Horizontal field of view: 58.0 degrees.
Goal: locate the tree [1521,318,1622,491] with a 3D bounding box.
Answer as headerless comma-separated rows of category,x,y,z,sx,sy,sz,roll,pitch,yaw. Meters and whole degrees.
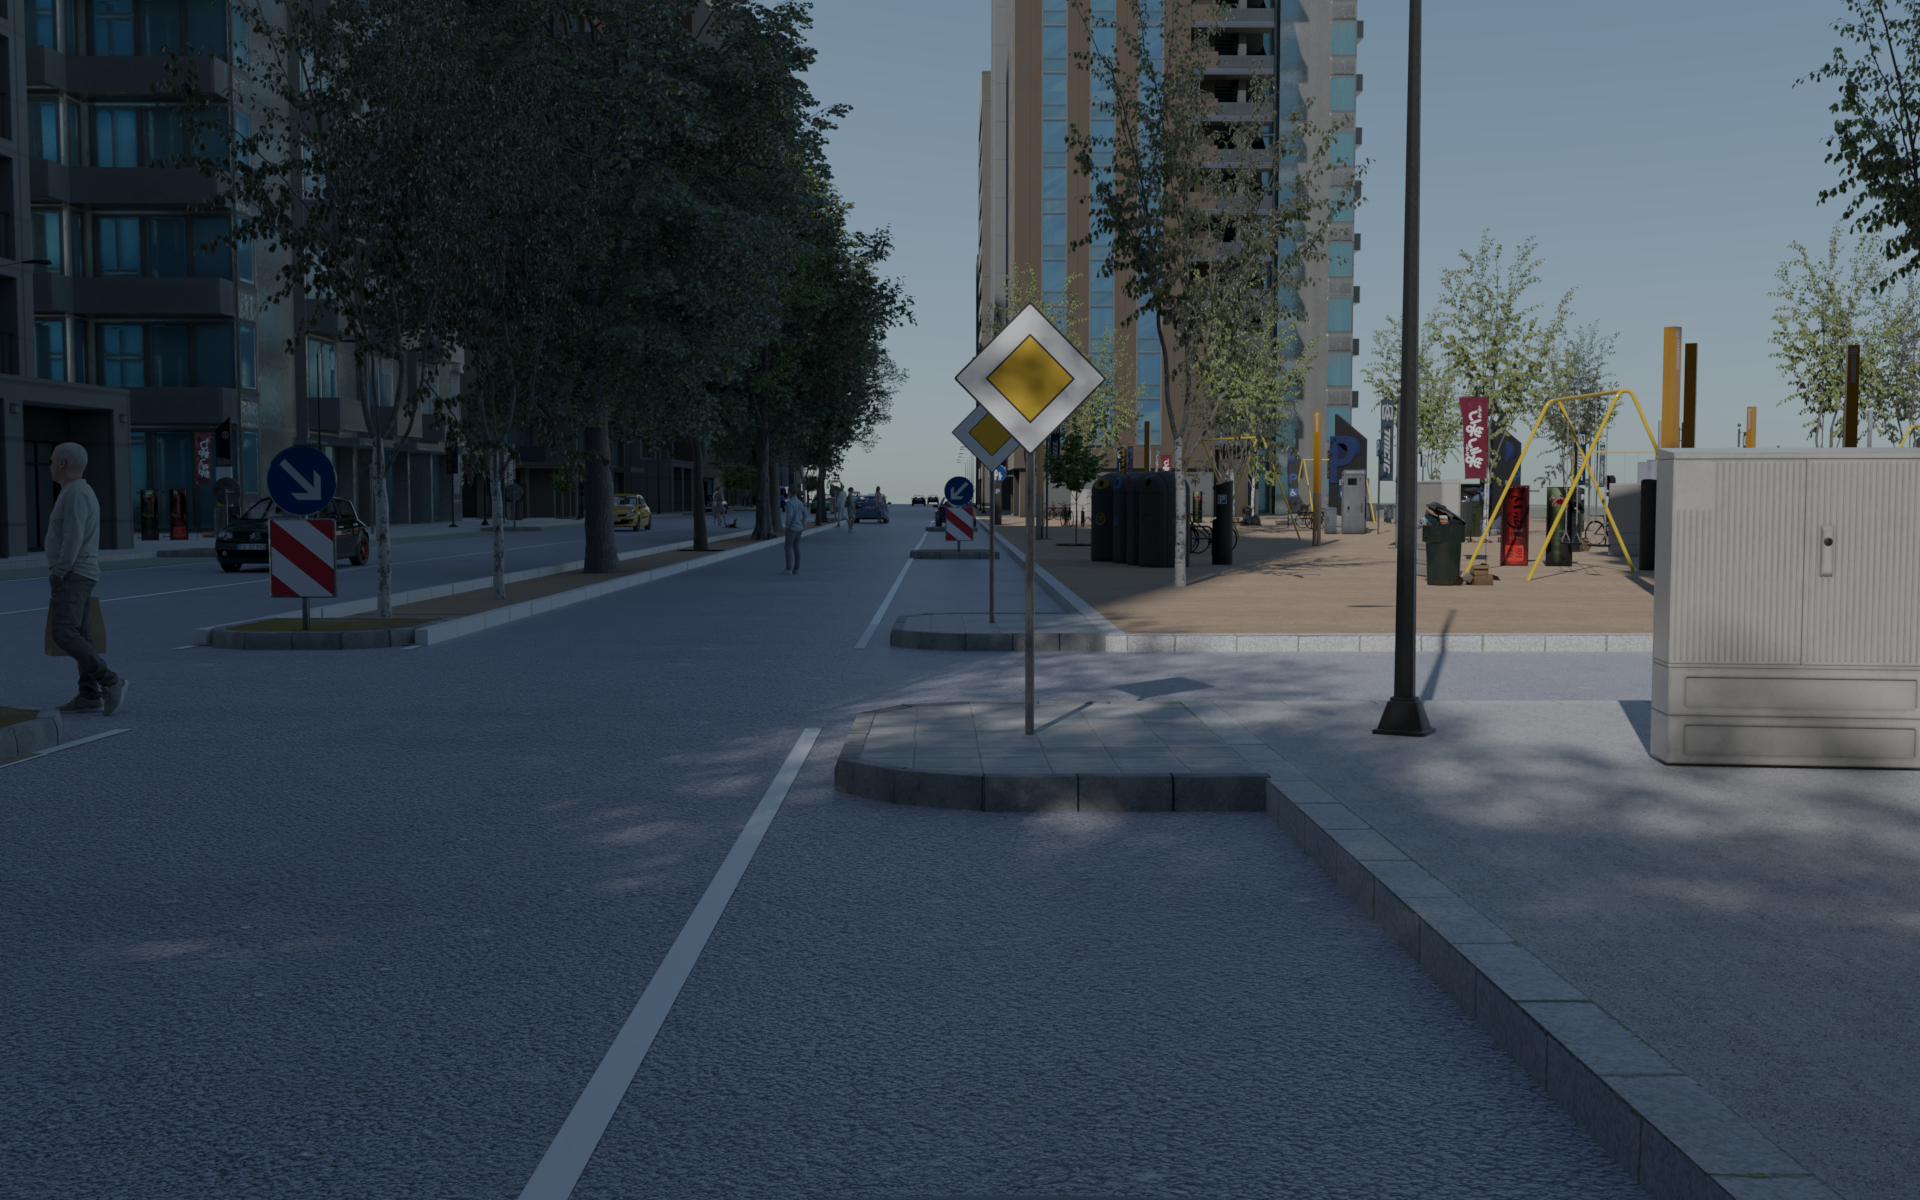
tree,25.921,-7.510,73.155,4.360,8.622,3.978,0,3,0

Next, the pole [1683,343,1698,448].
pole,9.884,-1.814,23.498,0.158,3.312,0.155,0,3,0

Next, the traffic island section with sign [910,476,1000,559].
traffic island section with sign,-0.130,-1.857,38.984,1.989,1.847,2.006,0,4,0

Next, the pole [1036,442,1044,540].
pole,2.227,-3.326,48.225,0.158,3.312,0.155,0,3,0

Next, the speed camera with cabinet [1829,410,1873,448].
speed camera with cabinet,20.750,-2.842,40.808,2.038,3.252,0.660,0,4,7

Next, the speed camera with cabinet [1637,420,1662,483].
speed camera with cabinet,19.306,-3.216,46.911,2.038,3.252,0.660,-2,4,-24

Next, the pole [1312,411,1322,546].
pole,8.781,-2.979,42.553,0.158,3.312,0.155,0,3,0

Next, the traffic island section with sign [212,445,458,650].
traffic island section with sign,-6.159,-0.533,16.855,2.006,1.907,1.989,0,4,0

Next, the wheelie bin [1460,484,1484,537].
wheelie bin,15.291,-2.691,51.900,0.980,1.594,0.693,0,3,0

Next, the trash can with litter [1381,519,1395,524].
trash can with litter,18.647,-3.858,74.133,1.678,1.210,2.233,1,4,21

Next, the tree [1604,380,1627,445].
tree,28.642,-8.004,81.229,4.737,8.622,4.395,0,3,0

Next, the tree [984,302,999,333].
tree,2.646,-6.815,61.788,4.360,8.622,3.978,0,3,0

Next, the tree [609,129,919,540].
tree,-6.074,-8.174,53.104,9.611,12.733,9.660,0,3,0

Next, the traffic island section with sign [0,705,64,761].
traffic island section with sign,-6.119,-0.080,9.448,2.006,1.907,1.989,0,4,0

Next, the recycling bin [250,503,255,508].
recycling bin,-19.433,-2.198,48.487,0.722,1.027,0.722,-1,4,-14

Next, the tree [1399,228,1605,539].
tree,15.148,-6.025,48.869,4.737,8.622,4.395,0,3,0

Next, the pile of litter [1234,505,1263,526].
pile of litter,11.508,-3.448,70.334,1.719,0.858,1.176,0,4,-5

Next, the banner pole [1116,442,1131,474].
banner pole,7.907,-5.698,83.174,0.863,3.779,0.401,1,4,20

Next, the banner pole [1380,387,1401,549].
banner pole,10.097,-3.090,40.544,0.863,3.779,0.401,-2,4,-35

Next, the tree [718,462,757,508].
tree,-20.743,-11.291,168.315,4.285,4.588,4.351,0,3,0

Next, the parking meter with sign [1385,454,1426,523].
parking meter with sign,19.675,-4.919,76.693,1.738,3.016,0.543,2,4,33

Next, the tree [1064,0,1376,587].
tree,3.139,-4.475,23.526,4.360,8.622,3.978,0,3,0

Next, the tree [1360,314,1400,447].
tree,17.559,-7.139,67.080,4.737,8.622,4.395,0,3,0

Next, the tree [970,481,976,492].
tree,1.108,-14.113,225.352,1.663,3.219,1.824,0,3,0

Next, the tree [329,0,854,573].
tree,-6.465,-7.445,30.843,9.857,13.997,8.962,0,3,0

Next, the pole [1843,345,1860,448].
pole,12.211,-1.831,23.778,0.158,3.312,0.155,0,3,0

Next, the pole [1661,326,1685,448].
pole,8.683,-1.673,21.195,0.158,3.312,0.155,0,3,0

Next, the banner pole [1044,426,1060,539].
banner pole,2.609,-3.620,49.204,0.401,3.779,0.863,-2,4,-33

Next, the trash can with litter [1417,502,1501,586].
trash can with litter,7.030,-0.797,24.422,1.055,1.170,0.624,0,4,-8

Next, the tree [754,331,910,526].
tree,-6.410,-8.588,77.286,8.767,10.594,7.601,0,4,0

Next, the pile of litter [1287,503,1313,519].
pile of litter,17.849,-4.632,89.706,1.719,0.858,1.176,3,4,36

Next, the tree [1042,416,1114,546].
tree,2.763,-2.957,42.954,1.663,3.219,1.824,0,3,0

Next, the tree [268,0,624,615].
tree,-6.224,-4.290,22.956,4.360,8.622,3.978,0,3,0

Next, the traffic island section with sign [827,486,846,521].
traffic island section with sign,-6.672,-5.129,91.991,2.006,1.907,1.989,0,4,0

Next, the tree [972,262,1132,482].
tree,2.452,-6.358,54.321,4.737,8.622,4.395,0,3,0

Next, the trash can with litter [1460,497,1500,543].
trash can with litter,13.650,-2.116,45.656,2.233,1.210,1.678,0,4,-7

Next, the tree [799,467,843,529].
tree,-6.397,-7.230,71.024,4.360,8.622,3.978,0,3,0

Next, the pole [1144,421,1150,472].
pole,5.237,-3.343,48.499,0.158,3.312,0.155,0,3,0

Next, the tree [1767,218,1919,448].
tree,23.925,-5.928,47.280,4.737,8.622,4.395,0,3,0

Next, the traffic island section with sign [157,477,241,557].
traffic island section with sign,-17.107,-1.915,39.941,1.989,1.847,2.006,0,4,0

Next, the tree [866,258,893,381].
tree,-6.861,-9.453,63.663,9.857,13.997,8.962,0,3,0

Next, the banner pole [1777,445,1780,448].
banner pole,41.771,-6.057,89.046,0.863,3.779,0.401,2,4,29

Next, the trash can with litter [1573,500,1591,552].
trash can with litter,13.654,-1.664,38.600,0.624,1.170,1.055,3,5,40

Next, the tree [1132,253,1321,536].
tree,8.594,-6.287,53.161,4.737,8.622,4.395,0,3,0

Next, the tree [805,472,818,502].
tree,-21.683,-16.426,252.282,4.285,4.588,4.351,0,3,0

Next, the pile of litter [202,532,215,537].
pile of litter,-21.840,-2.283,51.295,1.176,0.858,1.719,-2,4,-26

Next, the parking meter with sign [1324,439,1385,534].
parking meter with sign,12.502,-3.600,55.128,1.738,3.016,0.543,0,4,2

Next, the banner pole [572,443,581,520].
banner pole,-19.036,-5.856,85.764,0.401,3.779,0.863,-1,4,-18

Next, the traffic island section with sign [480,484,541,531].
traffic island section with sign,-17.294,-3.564,66.896,1.989,1.847,2.006,0,4,0

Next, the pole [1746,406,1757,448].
pole,18.437,-2.849,40.423,0.158,3.312,0.155,0,3,0

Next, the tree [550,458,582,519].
tree,-20.457,-5.844,90.149,1.663,3.219,1.824,0,3,0

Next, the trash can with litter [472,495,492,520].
trash can with litter,-24.009,-4.701,87.920,1.678,1.210,2.233,-2,4,-34

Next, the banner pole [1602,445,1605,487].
banner pole,28.373,-5.308,76.808,0.863,3.779,0.401,-3,4,-39

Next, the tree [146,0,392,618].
tree,-6.293,-4.017,18.503,4.360,8.622,3.978,0,3,0

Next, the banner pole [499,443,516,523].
banner pole,-19.814,-5.255,75.928,0.401,3.779,0.863,3,5,42

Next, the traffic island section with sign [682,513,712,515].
traffic island section with sign,-17.632,-6.626,116.969,1.989,1.847,2.006,0,4,0

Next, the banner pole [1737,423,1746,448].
banner pole,27.787,-4.365,61.383,0.863,3.779,0.401,0,4,-7

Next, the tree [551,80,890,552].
tree,-6.574,-7.018,42.950,9.928,11.665,9.643,0,3,0

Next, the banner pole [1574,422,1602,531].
banner pole,21.732,-4.301,60.336,0.401,3.779,0.863,-2,4,-35

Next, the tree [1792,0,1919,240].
tree,11.279,-4.217,19.318,4.360,8.622,3.978,0,3,0
